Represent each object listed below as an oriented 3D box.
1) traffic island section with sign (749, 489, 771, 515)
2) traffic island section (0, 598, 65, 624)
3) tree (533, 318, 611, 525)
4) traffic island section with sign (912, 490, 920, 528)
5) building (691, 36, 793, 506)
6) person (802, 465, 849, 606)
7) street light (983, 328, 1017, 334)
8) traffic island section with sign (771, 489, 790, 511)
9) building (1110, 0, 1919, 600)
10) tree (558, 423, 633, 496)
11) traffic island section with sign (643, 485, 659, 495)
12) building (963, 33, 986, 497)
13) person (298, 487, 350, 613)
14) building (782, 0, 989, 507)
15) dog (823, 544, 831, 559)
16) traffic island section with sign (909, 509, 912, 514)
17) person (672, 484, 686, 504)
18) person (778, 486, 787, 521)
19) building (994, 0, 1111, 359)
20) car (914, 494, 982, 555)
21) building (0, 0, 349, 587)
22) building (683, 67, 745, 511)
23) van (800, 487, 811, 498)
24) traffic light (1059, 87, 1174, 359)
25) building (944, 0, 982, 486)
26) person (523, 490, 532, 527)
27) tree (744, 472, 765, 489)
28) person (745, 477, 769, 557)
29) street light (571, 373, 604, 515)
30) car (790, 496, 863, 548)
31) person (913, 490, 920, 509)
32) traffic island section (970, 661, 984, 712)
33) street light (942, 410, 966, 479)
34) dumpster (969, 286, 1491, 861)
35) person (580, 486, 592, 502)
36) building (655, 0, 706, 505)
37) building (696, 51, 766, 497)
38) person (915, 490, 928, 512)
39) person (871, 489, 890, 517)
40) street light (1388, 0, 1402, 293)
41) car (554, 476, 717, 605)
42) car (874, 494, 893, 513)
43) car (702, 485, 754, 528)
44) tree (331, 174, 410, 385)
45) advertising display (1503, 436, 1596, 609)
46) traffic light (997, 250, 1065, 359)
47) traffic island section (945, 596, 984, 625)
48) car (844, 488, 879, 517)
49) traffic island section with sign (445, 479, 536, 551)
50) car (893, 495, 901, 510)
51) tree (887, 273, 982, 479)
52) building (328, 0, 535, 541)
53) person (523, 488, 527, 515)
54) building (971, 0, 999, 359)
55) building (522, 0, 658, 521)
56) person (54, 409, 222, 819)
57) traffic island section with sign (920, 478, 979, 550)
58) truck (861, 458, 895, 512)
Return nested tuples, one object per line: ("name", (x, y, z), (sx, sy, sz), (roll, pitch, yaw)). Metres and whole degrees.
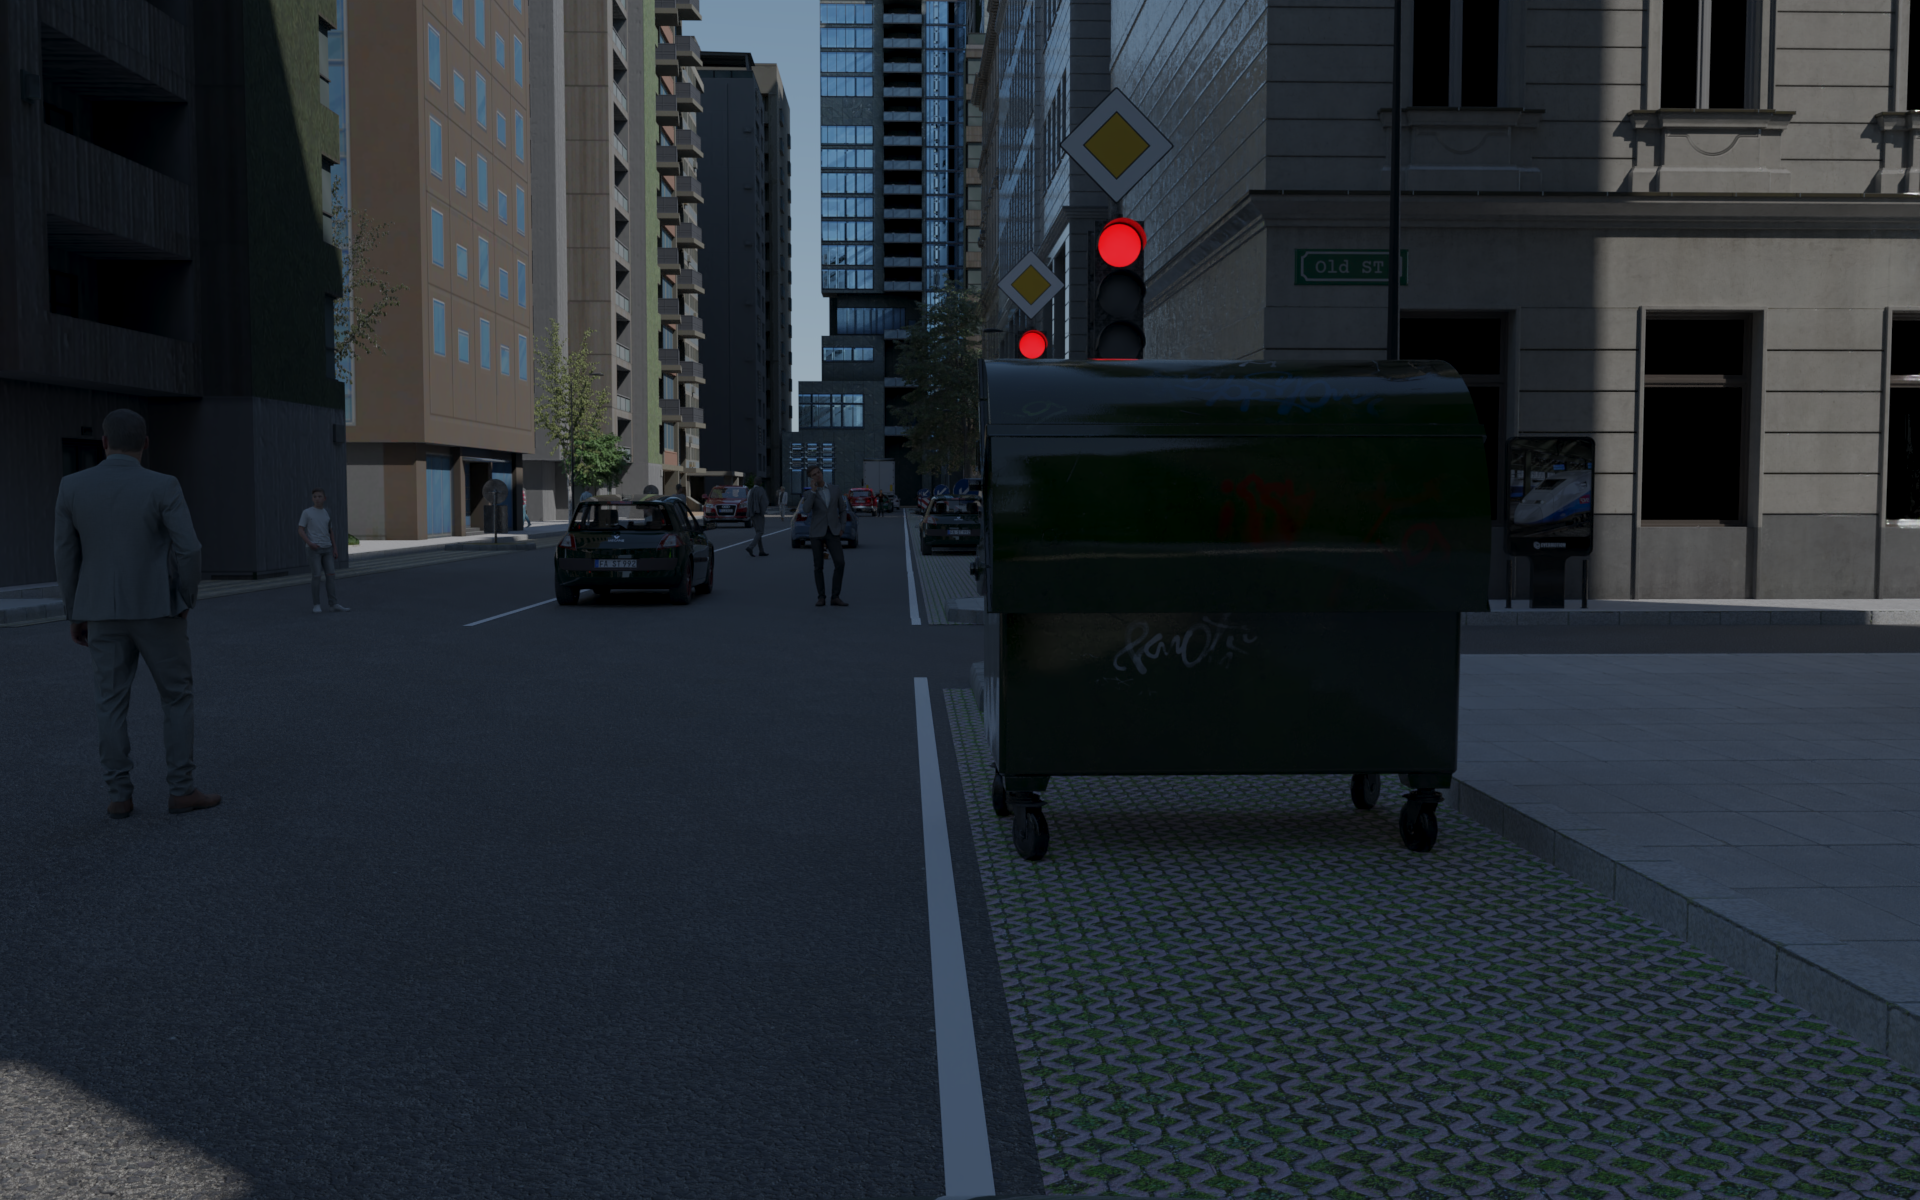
("traffic island section with sign", (-14.543, -6.907, 121.553), (1.989, 1.847, 2.006), (0, 4, -2))
("traffic island section", (-11.495, 0.149, 19.839), (2.009, 0.180, 2.903), (0, 4, -2))
("tree", (-16.295, -7.442, 72.036), (4.737, 8.622, 4.395), (0, 3, 0))
("traffic island section with sign", (-0.888, -3.910, 72.558), (1.989, 1.847, 2.006), (0, 4, -2))
("building", (-29.481, -34.489, 187.602), (21.600, 48.544, 21.300), (0, 4, -2))
("person", (-1.716, -0.824, 22.155), (0.592, 1.802, 0.473), (0, 4, 0))
("street light", (1.340, -4.658, 48.692), (1.470, 5.913, 1.316), (0, 4, -2))
("traffic island section with sign", (-15.428, -8.555, 148.494), (1.989, 1.847, 2.006), (0, 4, -2))
("building", (24.792, -15.421, 28.544), (44.131, 29.872, 17.030), (0, 4, -2))
("tree", (-16.494, -5.782, 78.250), (4.285, 4.588, 4.351), (0, 3, 0))
("traffic island section with sign", (-12.922, -3.904, 72.452), (1.989, 1.847, 2.006), (0, 4, -2))
("building", (7.166, -20.860, 112.761), (14.160, 30.474, 14.107), (0, 4, -2))
("person", (-7.720, -0.604, 20.971), (0.523, 1.515, 0.503), (0, 4, 7))
("building", (-3.209, -53.519, 187.702), (31.000, 86.520, 22.319), (0, 4, -2))
("dog", (-3.070, -1.098, 38.148), (0.550, 0.427, 0.748), (3, 4, 37))
("traffic island section with sign", (-2.545, -6.978, 122.721), (1.989, 1.847, 2.006), (0, 4, -2))
("person", (-8.124, -2.509, 50.277), (0.466, 1.731, 0.760), (-3, 5, -44))
("person", (-9.378, -5.099, 91.742), (0.514, 1.842, 0.818), (0, 4, 1))
("building", (7.423, -16.947, 54.582), (11.434, 29.767, 29.804), (0, 4, -2))
("car", (-0.094, -1.948, 41.637), (2.009, 1.686, 4.222), (0, 4, -2))
("building", (-18.585, -15.518, 25.413), (14.160, 30.474, 14.107), (0, 4, -2))
("building", (-33.528, -27.109, 135.109), (32.217, 40.220, 23.993), (0, 4, -2))
("van", (-12.647, -8.912, 150.088), (2.240, 2.365, 5.245), (0, 4, -1))
("traffic light", (1.063, -1.420, 12.145), (0.839, 4.253, 0.868), (0, 4, -2))
("building", (9.004, -44.136, 159.875), (20.563, 71.187, 20.611), (0, 4, -2))
("person", (-16.738, -3.637, 66.339), (0.643, 1.720, 0.563), (-1, 4, -16))
("tree", (-18.429, -9.840, 155.477), (1.663, 3.219, 1.824), (0, 3, 0))
("person", (-4.629, -1.904, 39.736), (0.679, 1.850, 0.850), (3, 4, 36))
("street light", (-14.321, -5.741, 66.405), (1.470, 5.913, 1.316), (0, 4, -2))
("car", (-3.657, -2.150, 47.156), (2.014, 1.417, 4.499), (0, 4, -3))
("person", (-4.064, -9.828, 168.814), (0.705, 1.869, 1.348), (2, 4, 35))
("traffic island section", (1.104, 0.613, 12.260), (2.009, 0.180, 2.903), (0, 4, -2))
("street light", (-0.273, -7.507, 95.278), (1.470, 5.913, 1.316), (0, 4, -2))
("dumpster", (1.029, -0.139, 7.228), (1.985, 2.255, 1.502), (0, 4, -2))
("person", (-15.100, -3.809, 70.129), (0.589, 1.601, 0.330), (1, 4, 11))
("building", (-27.987, -27.744, 108.236), (22.147, 44.769, 28.867), (0, 4, -2))
("building", (-25.583, -29.325, 163.055), (14.086, 41.232, 14.154), (0, 4, -2))
("person", (-3.006, -7.933, 138.881), (1.217, 1.739, 0.721), (1, 4, 11))
("person", (-4.984, -6.076, 108.662), (1.217, 1.723, 0.721), (1, 4, 13))
("street light", (2.502, -2.421, 12.119), (1.470, 5.913, 1.316), (0, 4, -2))
("car", (-4.393, -0.854, 23.743), (2.009, 1.686, 4.222), (0, 4, -2))
("car", (-6.129, -7.314, 131.388), (2.131, 1.459, 4.920), (0, 4, -1))
("car", (-9.879, -4.024, 74.472), (2.281, 1.827, 5.304), (0, 4, -4))
("tree", (-14.730, -5.433, 39.194), (4.360, 8.622, 3.978), (0, 3, 0))
("advertising display", (6.589, -0.867, 19.391), (0.974, 1.923, 0.123), (0, 4, 0))
("traffic light", (0.799, -1.909, 20.126), (0.839, 4.253, 0.868), (0, 4, -2))
("traffic island section", (0.840, 0.125, 20.241), (2.009, 0.180, 2.903), (0, 4, -2))
("car", (-6.371, -6.308, 111.809), (2.281, 1.827, 5.304), (0, 4, -2))
("traffic island section with sign", (-11.986, -2.190, 44.439), (1.989, 1.847, 2.006), (0, 4, -2))
("car", (-6.394, -8.835, 156.817), (2.083, 1.381, 4.827), (0, 4, -3))
("tree", (0.614, -11.894, 101.115), (9.857, 13.997, 8.962), (0, 3, 0))
("building", (-21.751, -24.638, 52.937), (14.600, 45.320, 14.200), (0, 4, -2))
("person", (-17.533, -3.856, 69.047), (0.622, 1.834, 0.822), (1, 4, 20))
("building", (7.199, -17.419, 82.067), (12.463, 27.353, 25.104), (0, 4, -2))
("building", (-23.010, -24.624, 86.198), (14.154, 41.232, 14.086), (0, 4, -2))
("person", (-3.686, 0.053, 7.735), (0.635, 1.810, 0.391), (-1, 4, -15))
("traffic island section with sign", (0.029, -2.214, 44.826), (1.989, 1.847, 2.006), (0, 4, -2))
("truck", (-6.646, -9.339, 141.610), (2.839, 4.237, 11.283), (0, 4, -3))
